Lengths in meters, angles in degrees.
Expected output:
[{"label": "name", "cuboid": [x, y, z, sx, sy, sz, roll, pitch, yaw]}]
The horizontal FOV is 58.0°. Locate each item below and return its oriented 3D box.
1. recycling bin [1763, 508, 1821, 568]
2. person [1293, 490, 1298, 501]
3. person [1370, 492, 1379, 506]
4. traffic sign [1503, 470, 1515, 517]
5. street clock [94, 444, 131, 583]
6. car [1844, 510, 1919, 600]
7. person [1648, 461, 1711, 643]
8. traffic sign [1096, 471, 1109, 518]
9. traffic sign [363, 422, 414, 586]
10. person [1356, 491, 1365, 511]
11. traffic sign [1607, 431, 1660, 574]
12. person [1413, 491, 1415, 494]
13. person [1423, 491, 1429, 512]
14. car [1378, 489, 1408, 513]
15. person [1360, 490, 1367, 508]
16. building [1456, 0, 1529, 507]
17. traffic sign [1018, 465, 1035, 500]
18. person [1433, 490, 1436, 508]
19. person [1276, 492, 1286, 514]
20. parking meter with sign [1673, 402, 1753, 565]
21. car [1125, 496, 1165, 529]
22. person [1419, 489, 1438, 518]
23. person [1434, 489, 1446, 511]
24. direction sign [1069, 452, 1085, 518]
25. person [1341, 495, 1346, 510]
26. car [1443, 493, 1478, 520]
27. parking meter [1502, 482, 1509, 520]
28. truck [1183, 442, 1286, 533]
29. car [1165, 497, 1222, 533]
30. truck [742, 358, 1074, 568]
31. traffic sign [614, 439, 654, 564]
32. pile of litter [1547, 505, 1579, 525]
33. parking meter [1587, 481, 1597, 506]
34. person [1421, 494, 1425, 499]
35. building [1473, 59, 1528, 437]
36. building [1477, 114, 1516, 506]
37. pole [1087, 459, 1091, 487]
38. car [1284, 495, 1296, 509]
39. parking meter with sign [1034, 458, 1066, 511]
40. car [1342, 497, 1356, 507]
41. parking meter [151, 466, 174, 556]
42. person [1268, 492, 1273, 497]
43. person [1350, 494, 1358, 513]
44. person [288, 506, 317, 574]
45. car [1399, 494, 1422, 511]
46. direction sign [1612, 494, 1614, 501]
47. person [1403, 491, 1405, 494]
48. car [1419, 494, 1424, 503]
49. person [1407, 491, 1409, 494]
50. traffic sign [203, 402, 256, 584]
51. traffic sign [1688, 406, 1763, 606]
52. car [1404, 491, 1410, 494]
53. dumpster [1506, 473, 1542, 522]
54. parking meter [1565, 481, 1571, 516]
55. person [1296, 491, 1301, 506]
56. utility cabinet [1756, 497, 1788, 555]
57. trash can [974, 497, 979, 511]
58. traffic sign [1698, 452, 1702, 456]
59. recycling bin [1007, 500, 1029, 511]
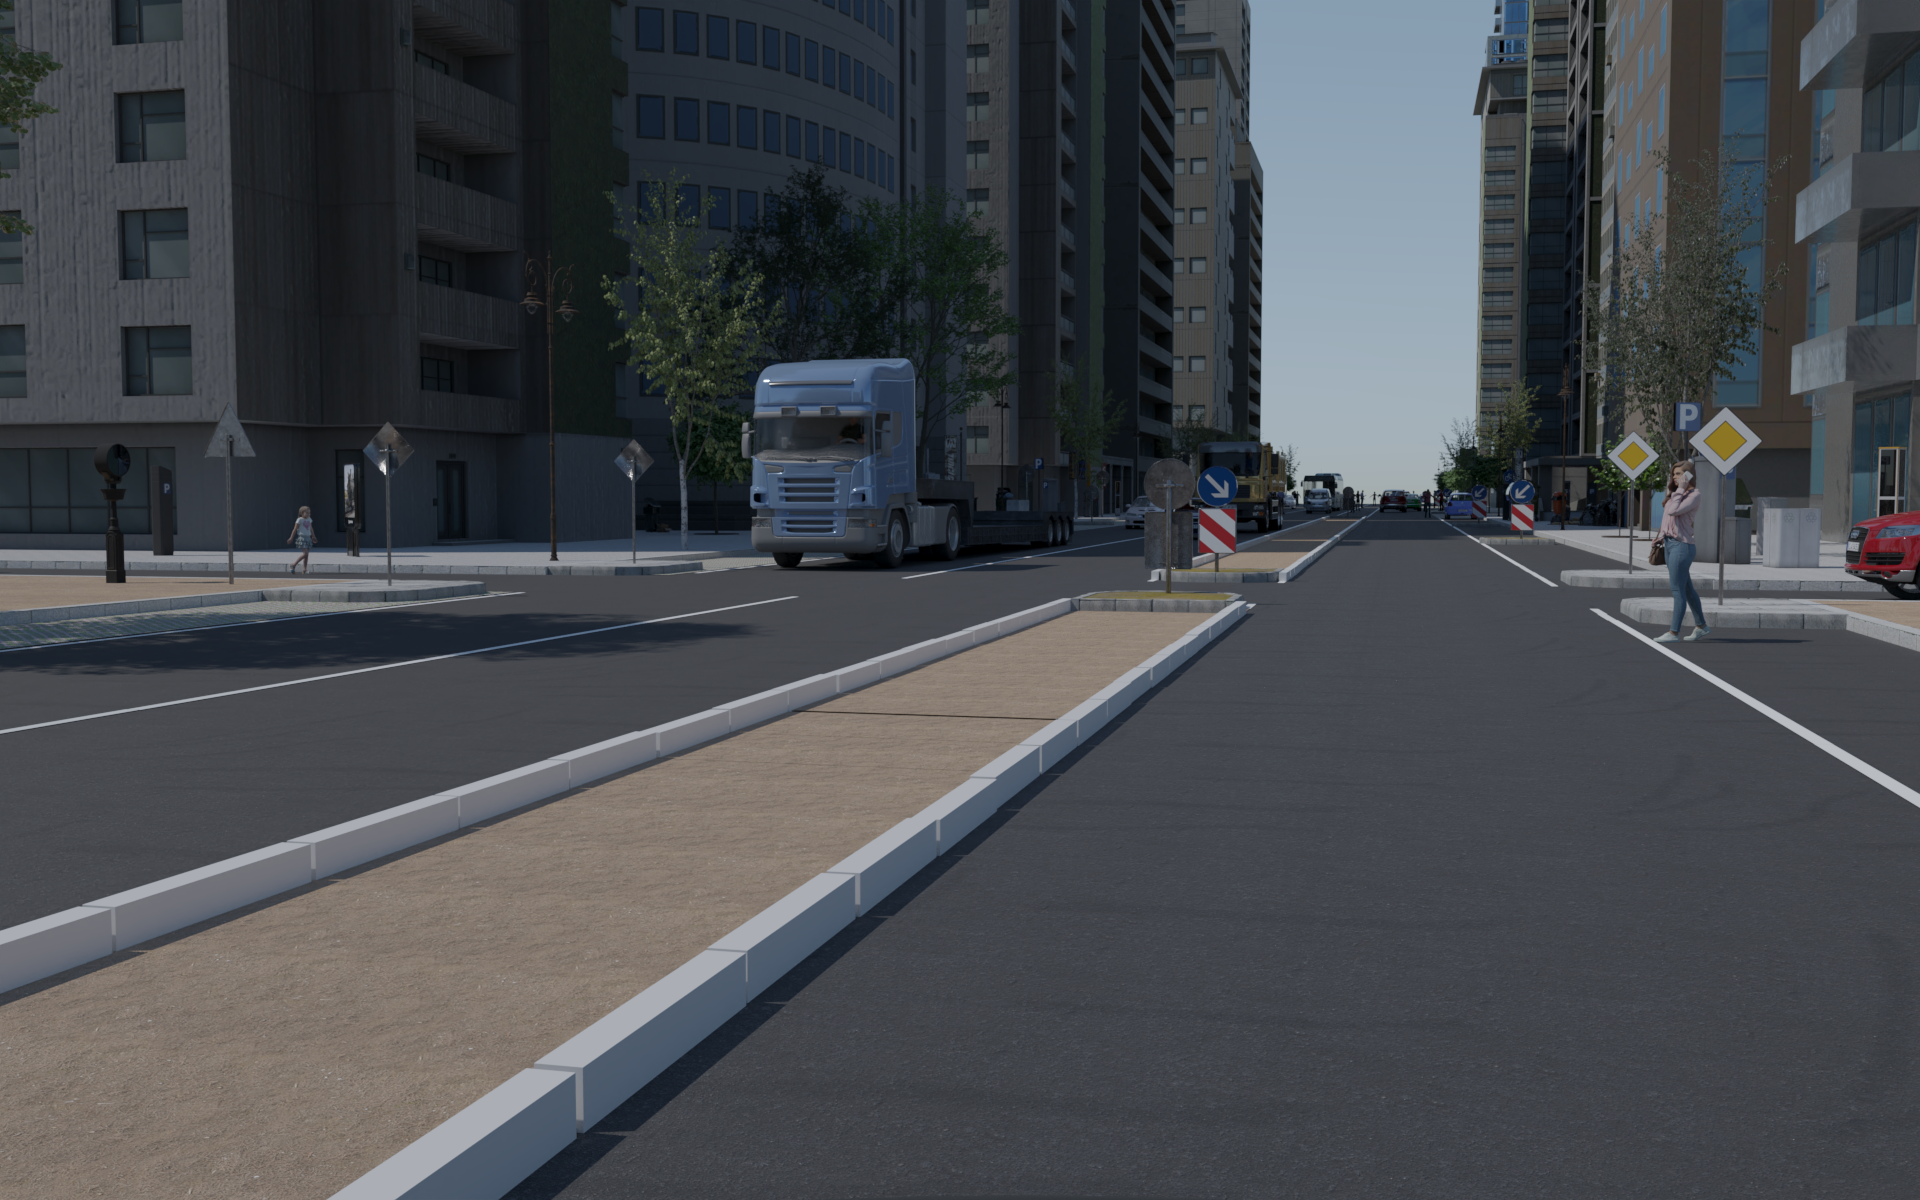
[{"label": "recycling bin", "cuboid": [14.513, -1.081, 30.231, 0.722, 1.027, 0.722, 0, 4, 5]}, {"label": "person", "cuboid": [34.048, -10.263, 176.311, 0.705, 1.822, 1.348, 3, 5, 45]}, {"label": "person", "cuboid": [50.082, -12.241, 209.349, 1.217, 1.736, 0.721, 0, 4, -2]}, {"label": "traffic sign", "cuboid": [28.785, -5.532, 90.558, 0.768, 2.556, 0.104, 1, 4, 20]}, {"label": "street clock", "cuboid": [-12.175, -1.245, 24.923, 0.358, 2.002, 0.471, 1, 4, 15]}, {"label": "car", "cuboid": [14.332, -0.832, 22.271, 5.304, 1.827, 2.281, 1, 4, 13]}, {"label": "person", "cuboid": [7.026, -0.470, 16.776, 0.643, 1.750, 0.593, 0, 4, 1]}, {"label": "traffic sign", "cuboid": [7.720, -5.739, 93.943, 0.768, 2.556, 0.104, 1, 4, 23]}, {"label": "traffic sign", "cuboid": [-7.958, -1.252, 24.119, 0.795, 2.450, 0.064, 1, 4, 14]}, {"label": "person", "cuboid": [34.160, -8.518, 148.493, 1.217, 1.735, 0.721, 3, 4, 39]}, {"label": "traffic sign", "cuboid": [10.715, -1.467, 27.627, 0.795, 2.450, 0.064, 1, 4, 14]}, {"label": "person", "cuboid": [43.887, -9.687, 167.402, 1.217, 1.766, 0.721, 3, 5, 44]}, {"label": "person", "cuboid": [37.668, -7.989, 139.921, 0.445, 1.727, 0.742, 1, 4, 17]}, {"label": "car", "cuboid": [33.993, -7.783, 135.924, 2.281, 1.827, 5.304, 1, 4, 13]}, {"label": "person", "cuboid": [41.228, -10.313, 176.988, 0.599, 1.838, 0.709, -1, 4, -11]}, {"label": "building", "cuboid": [80.054, -56.380, 234.481, 22.319, 86.520, 31.000, 1, 4, 14]}, {"label": "traffic sign", "cuboid": [2.879, -4.585, 75.064, 0.768, 2.556, 0.104, 1, 4, 20]}, {"label": "person", "cuboid": [47.667, -10.109, 173.798, 0.705, 1.823, 1.348, 1, 4, 14]}, {"label": "person", "cuboid": [22.902, -7.037, 123.430, 0.709, 1.838, 0.599, 2, 4, 26]}, {"label": "parking meter with sign", "cuboid": [14.036, -2.199, 32.219, 0.543, 3.016, 1.738, -1, 4, -15]}, {"label": "car", "cuboid": [8.032, -3.669, 72.357, 2.083, 1.381, 4.827, 1, 4, 13]}, {"label": "person", "cuboid": [28.201, -5.819, 104.365, 1.217, 1.743, 0.721, 1, 4, 14]}, {"label": "person", "cuboid": [39.992, -8.286, 143.912, 0.705, 1.831, 1.348, -2, 4, -33]}, {"label": "direction sign", "cuboid": [6.268, -6.165, 92.799, 0.876, 3.537, 0.379, 0, 4, -8]}, {"label": "person", "cuboid": [33.756, -8.857, 153.834, 1.217, 1.766, 0.721, 0, 4, 6]}, {"label": "car", "cuboid": [28.381, -5.416, 98.145, 1.945, 1.707, 3.694, 1, 4, 13]}, {"label": "parking meter", "cuboid": [26.704, -4.833, 84.733, 0.255, 1.863, 0.399, 1, 4, 9]}, {"label": "truck", "cuboid": [10.790, -4.316, 66.491, 3.469, 3.379, 9.791, 1, 4, 15]}, {"label": "car", "cuboid": [7.601, -2.633, 55.636, 1.945, 1.354, 3.894, 1, 4, 13]}, {"label": "truck", "cuboid": [-0.459, -3.090, 40.278, 2.967, 4.110, 18.799, 1, 4, 16]}, {"label": "traffic sign", "cuboid": [-5.999, -1.726, 31.861, 0.795, 2.450, 0.064, 1, 4, 14]}, {"label": "pile of litter", "cuboid": [25.347, -3.558, 72.142, 1.719, 0.858, 1.176, 1, 4, 13]}, {"label": "parking meter", "cuboid": [27.482, -4.258, 75.334, 0.399, 1.863, 0.255, 2, 4, 28]}, {"label": "person", "cuboid": [60.150, -13.156, 223.685, 1.350, 1.814, 0.705, 2, 4, 33]}, {"label": "building", "cuboid": [76.219, -37.745, 206.369, 28.713, 52.752, 27.495, 1, 4, 14]}, {"label": "building", "cuboid": [63.770, -30.872, 188.345, 14.154, 41.232, 14.086, 1, 4, 14]}, {"label": "pole", "cuboid": [7.367, -6.436, 99.079, 0.158, 3.312, 0.155, 0, 3, 0]}, {"label": "car", "cuboid": [30.715, -9.248, 163.564, 2.083, 1.381, 4.827, 1, 4, 13]}, {"label": "parking meter with sign", "cuboid": [4.422, -5.400, 84.543, 1.738, 3.016, 0.543, -3, 5, -44]}, {"label": "car", "cuboid": [42.745, -11.088, 191.083, 2.009, 1.686, 4.222, 1, 4, 16]}, {"label": "parking meter", "cuboid": [-16.623, -1.859, 36.103, 0.255, 1.863, 0.399, 1, 4, 12]}, {"label": "person", "cuboid": [18.848, -5.852, 104.961, 0.721, 1.735, 1.217, 3, 5, 43]}, {"label": "person", "cuboid": [30.344, -7.637, 134.066, 1.217, 1.736, 0.721, -2, 4, -24]}, {"label": "person", "cuboid": [-11.768, -1.073, 31.052, 0.382, 1.210, 0.505, 1, 4, 19]}, {"label": "car", "cuboid": [37.597, -8.311, 144.673, 1.959, 1.807, 4.718, 1, 4, 13]}, {"label": "direction sign", "cuboid": [27.628, -4.971, 73.281, 0.379, 3.537, 0.876, 1, 4, 22]}, {"label": "person", "cuboid": [44.385, -10.044, 173.277, 0.990, 1.755, 0.434, 2, 4, 34]}, {"label": "car", "cuboid": [65.528, -14.369, 244.519, 1.945, 1.707, 3.694, 1, 4, 15]}, {"label": "person", "cuboid": [47.902, -10.733, 184.770, 0.721, 1.735, 1.217, 2, 4, 29]}, {"label": "traffic sign", "cuboid": [-10.356, -1.501, 24.544, 0.884, 2.594, 0.081, 1, 4, 17]}, {"label": "traffic sign", "cuboid": [8.757, -0.993, 19.885, 0.795, 2.450, 0.064, 1, 4, 14]}, {"label": "car", "cuboid": [51.836, -11.862, 202.608, 2.281, 1.827, 5.304, 1, 4, 16]}, {"label": "dumpster", "cuboid": [26.484, -4.822, 81.332, 1.502, 2.255, 1.985, 1, 4, 14]}, {"label": "parking meter", "cuboid": [26.335, -4.253, 75.253, 0.255, 1.863, 0.399, 2, 4, 34]}, {"label": "person", "cuboid": [42.072, -12.693, 216.112, 1.350, 1.814, 0.705, -2, 4, -33]}, {"label": "utility cabinet", "cuboid": [17.180, -1.557, 36.626, 0.306, 1.237, 1.020, 3, 5, 44]}, {"label": "trash can", "cuboid": [0.409, -3.737, 72.758, 0.748, 1.137, 0.748, 0, 3, 0]}, {"label": "traffic sign", "cuboid": [14.583, -2.032, 33.322, 0.768, 2.556, 0.104, 1, 4, 21]}, {"label": "recycling bin", "cuboid": [2.477, -3.769, 74.170, 0.722, 1.027, 0.722, 3, 4, 39]}]
